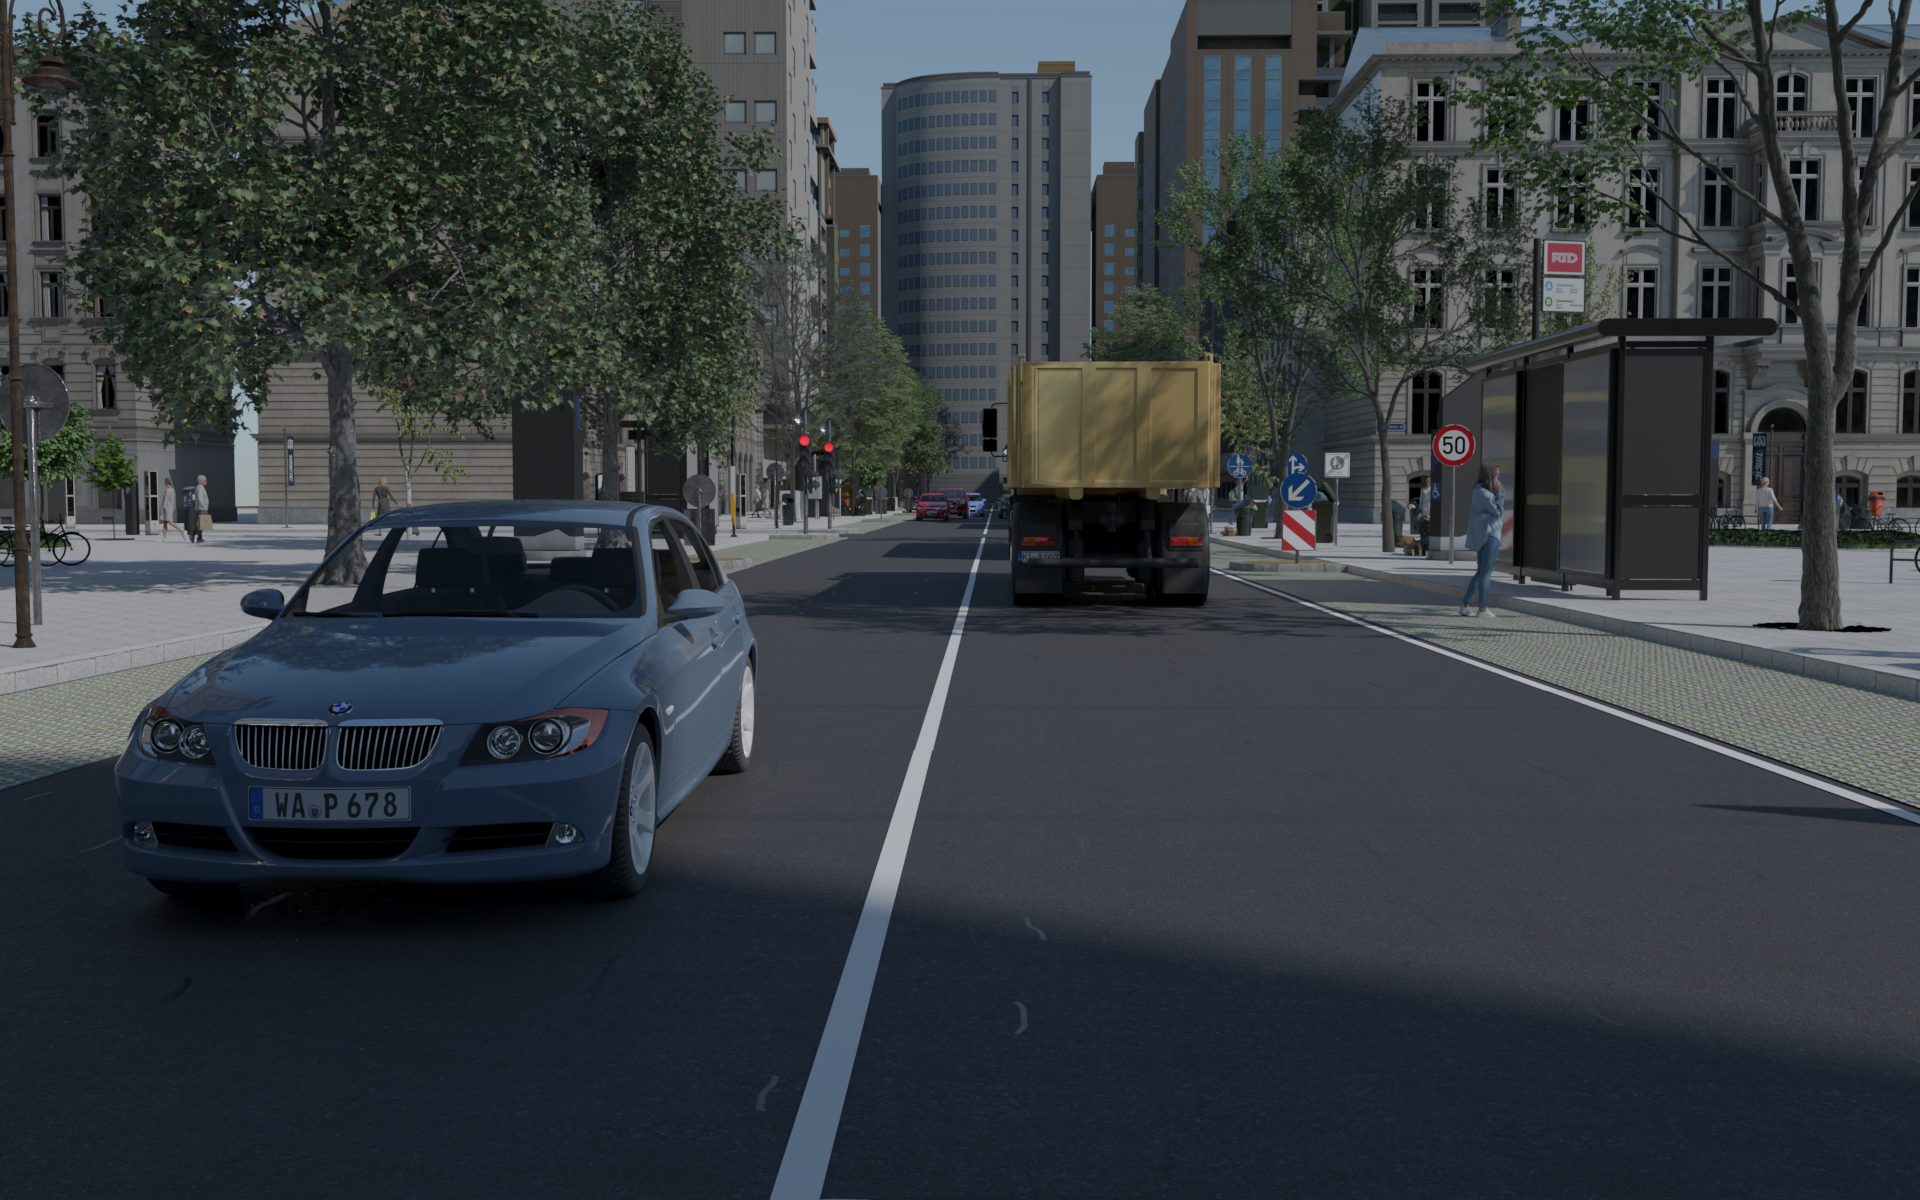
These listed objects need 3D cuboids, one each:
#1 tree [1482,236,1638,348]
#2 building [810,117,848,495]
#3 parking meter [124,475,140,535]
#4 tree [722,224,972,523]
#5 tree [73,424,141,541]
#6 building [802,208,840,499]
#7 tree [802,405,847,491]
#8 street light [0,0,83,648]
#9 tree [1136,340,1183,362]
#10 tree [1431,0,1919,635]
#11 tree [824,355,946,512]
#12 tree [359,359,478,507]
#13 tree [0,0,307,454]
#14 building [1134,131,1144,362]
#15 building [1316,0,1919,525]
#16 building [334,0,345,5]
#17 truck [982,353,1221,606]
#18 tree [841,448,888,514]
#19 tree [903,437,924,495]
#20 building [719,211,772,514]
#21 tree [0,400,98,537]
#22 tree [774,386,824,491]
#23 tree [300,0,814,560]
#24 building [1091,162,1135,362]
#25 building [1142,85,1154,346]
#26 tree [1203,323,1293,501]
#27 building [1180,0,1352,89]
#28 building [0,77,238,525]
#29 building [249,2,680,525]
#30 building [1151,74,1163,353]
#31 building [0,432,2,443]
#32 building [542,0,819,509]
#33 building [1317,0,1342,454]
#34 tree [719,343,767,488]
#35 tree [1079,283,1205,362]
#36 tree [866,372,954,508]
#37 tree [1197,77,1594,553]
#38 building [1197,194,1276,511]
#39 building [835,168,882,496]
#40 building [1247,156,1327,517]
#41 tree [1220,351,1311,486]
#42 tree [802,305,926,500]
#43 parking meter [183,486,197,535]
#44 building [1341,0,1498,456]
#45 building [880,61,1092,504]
[{"bbox_3d":[17.110,-6.041,49.141,4.737,8.622,4.395,0,3,0],"label":"tree"},{"bbox_3d":[-26.851,-33.091,195.661,28.867,44.769,22.147,0,4,1],"label":"building"},{"bbox_3d":[-25.874,-2.960,54.100,0.399,1.863,0.255,2,4,24],"label":"parking meter"},{"bbox_3d":[-7.525,-10.252,77.986,12.009,13.543,11.850,0,3,0],"label":"tree"},{"bbox_3d":[-23.632,-3.267,48.010,1.663,3.219,1.824,0,3,0],"label":"tree"},{"bbox_3d":[-19.770,-24.599,173.902,14.160,30.474,14.107,0,4,1],"label":"building"},{"bbox_3d":[-10.512,-11.197,133.427,4.737,8.622,4.395,0,3,0],"label":"tree"},{"bbox_3d":[-7.826,-2.539,14.305,0.468,5.910,1.993,0,4,1],"label":"street light"},{"bbox_3d":[9.532,-8.167,83.898,4.360,8.622,3.978,0,3,0],"label":"tree"},{"bbox_3d":[8.197,-5.530,16.177,9.928,11.665,9.643,0,3,0],"label":"tree"},{"bbox_3d":[-6.271,-12.172,124.766,9.928,11.665,9.643,0,3,0],"label":"tree"},{"bbox_3d":[-15.378,-5.994,48.366,4.737,8.622,4.395,0,3,0],"label":"tree"},{"bbox_3d":[-8.849,-6.576,24.521,9.611,12.733,9.660,0,3,0],"label":"tree"},{"bbox_3d":[26.785,-31.474,198.190,14.154,41.232,14.086,0,4,1],"label":"building"},{"bbox_3d":[34.603,-15.813,77.635,34.723,24.649,14.460,0,4,1],"label":"building"},{"bbox_3d":[-56.779,-53.965,195.004,31.000,86.520,22.319,0,4,1],"label":"building"},{"bbox_3d":[2.010,-1.830,25.850,3.469,3.379,9.791,0,4,1],"label":"truck"},{"bbox_3d":[-6.052,-7.794,111.143,4.285,4.588,4.351,0,3,0],"label":"tree"},{"bbox_3d":[-4.553,-14.173,182.085,4.737,8.622,4.395,0,3,0],"label":"tree"},{"bbox_3d":[-20.874,-16.903,118.166,13.314,21.916,24.055,0,4,1],"label":"building"},{"bbox_3d":[-27.177,-4.119,51.058,4.285,4.588,4.351,0,3,0],"label":"tree"},{"bbox_3d":[-10.555,-10.076,115.100,4.360,8.622,3.978,0,3,0],"label":"tree"},{"bbox_3d":[-8.069,-7.498,39.603,9.611,12.733,9.660,0,3,0],"label":"tree"},{"bbox_3d":[25.264,-35.843,236.140,14.200,45.320,14.600,0,4,1],"label":"building"},{"bbox_3d":[26.917,-32.650,183.943,14.600,45.320,14.200,0,4,1],"label":"building"},{"bbox_3d":[12.145,-7.578,74.270,4.737,8.622,4.395,0,3,0],"label":"tree"},{"bbox_3d":[26.330,-30.889,155.149,14.600,45.320,14.200,0,4,1],"label":"building"},{"bbox_3d":[-43.211,-13.927,76.859,18.267,20.994,9.793,0,4,1],"label":"building"},{"bbox_3d":[-22.260,-16.481,88.548,14.460,24.649,34.723,0,4,1],"label":"building"},{"bbox_3d":[27.079,-31.783,169.763,14.600,45.320,14.200,0,4,1],"label":"building"},{"bbox_3d":[-41.214,-23.353,36.453,28.867,44.769,22.147,0,4,1],"label":"building"},{"bbox_3d":[-26.981,-34.430,152.162,28.713,52.752,27.495,0,4,1],"label":"building"},{"bbox_3d":[44.041,-48.915,238.016,20.611,71.187,20.563,0,4,1],"label":"building"},{"bbox_3d":[-9.693,-7.148,67.240,4.737,8.622,4.395,0,3,0],"label":"tree"},{"bbox_3d":[10.055,-10.731,93.584,7.486,12.596,7.792,0,3,0],"label":"tree"},{"bbox_3d":[-5.301,-14.733,157.889,9.611,12.733,9.660,0,3,0],"label":"tree"},{"bbox_3d":[9.497,-6.344,38.132,8.767,10.594,7.601,0,4,7],"label":"tree"},{"bbox_3d":[25.559,-18.585,122.934,14.314,24.678,30.058,0,4,1],"label":"building"},{"bbox_3d":[-17.803,-35.881,236.763,14.200,45.320,14.600,0,4,1],"label":"building"},{"bbox_3d":[22.978,-14.959,99.331,10.420,20.320,16.860,0,4,1],"label":"building"},{"bbox_3d":[15.185,-8.323,86.438,4.360,8.622,3.978,0,3,0],"label":"tree"},{"bbox_3d":[-5.790,-11.359,103.851,7.486,12.596,7.792,0,3,0],"label":"tree"},{"bbox_3d":[-24.206,-2.815,54.442,0.372,1.533,0.369,0,3,0],"label":"parking meter"},{"bbox_3d":[64.645,-48.882,237.471,20.611,71.187,20.563,0,4,1],"label":"building"},{"bbox_3d":[3.474,-42.661,239.512,28.212,58.520,21.231,0,4,1],"label":"building"}]
